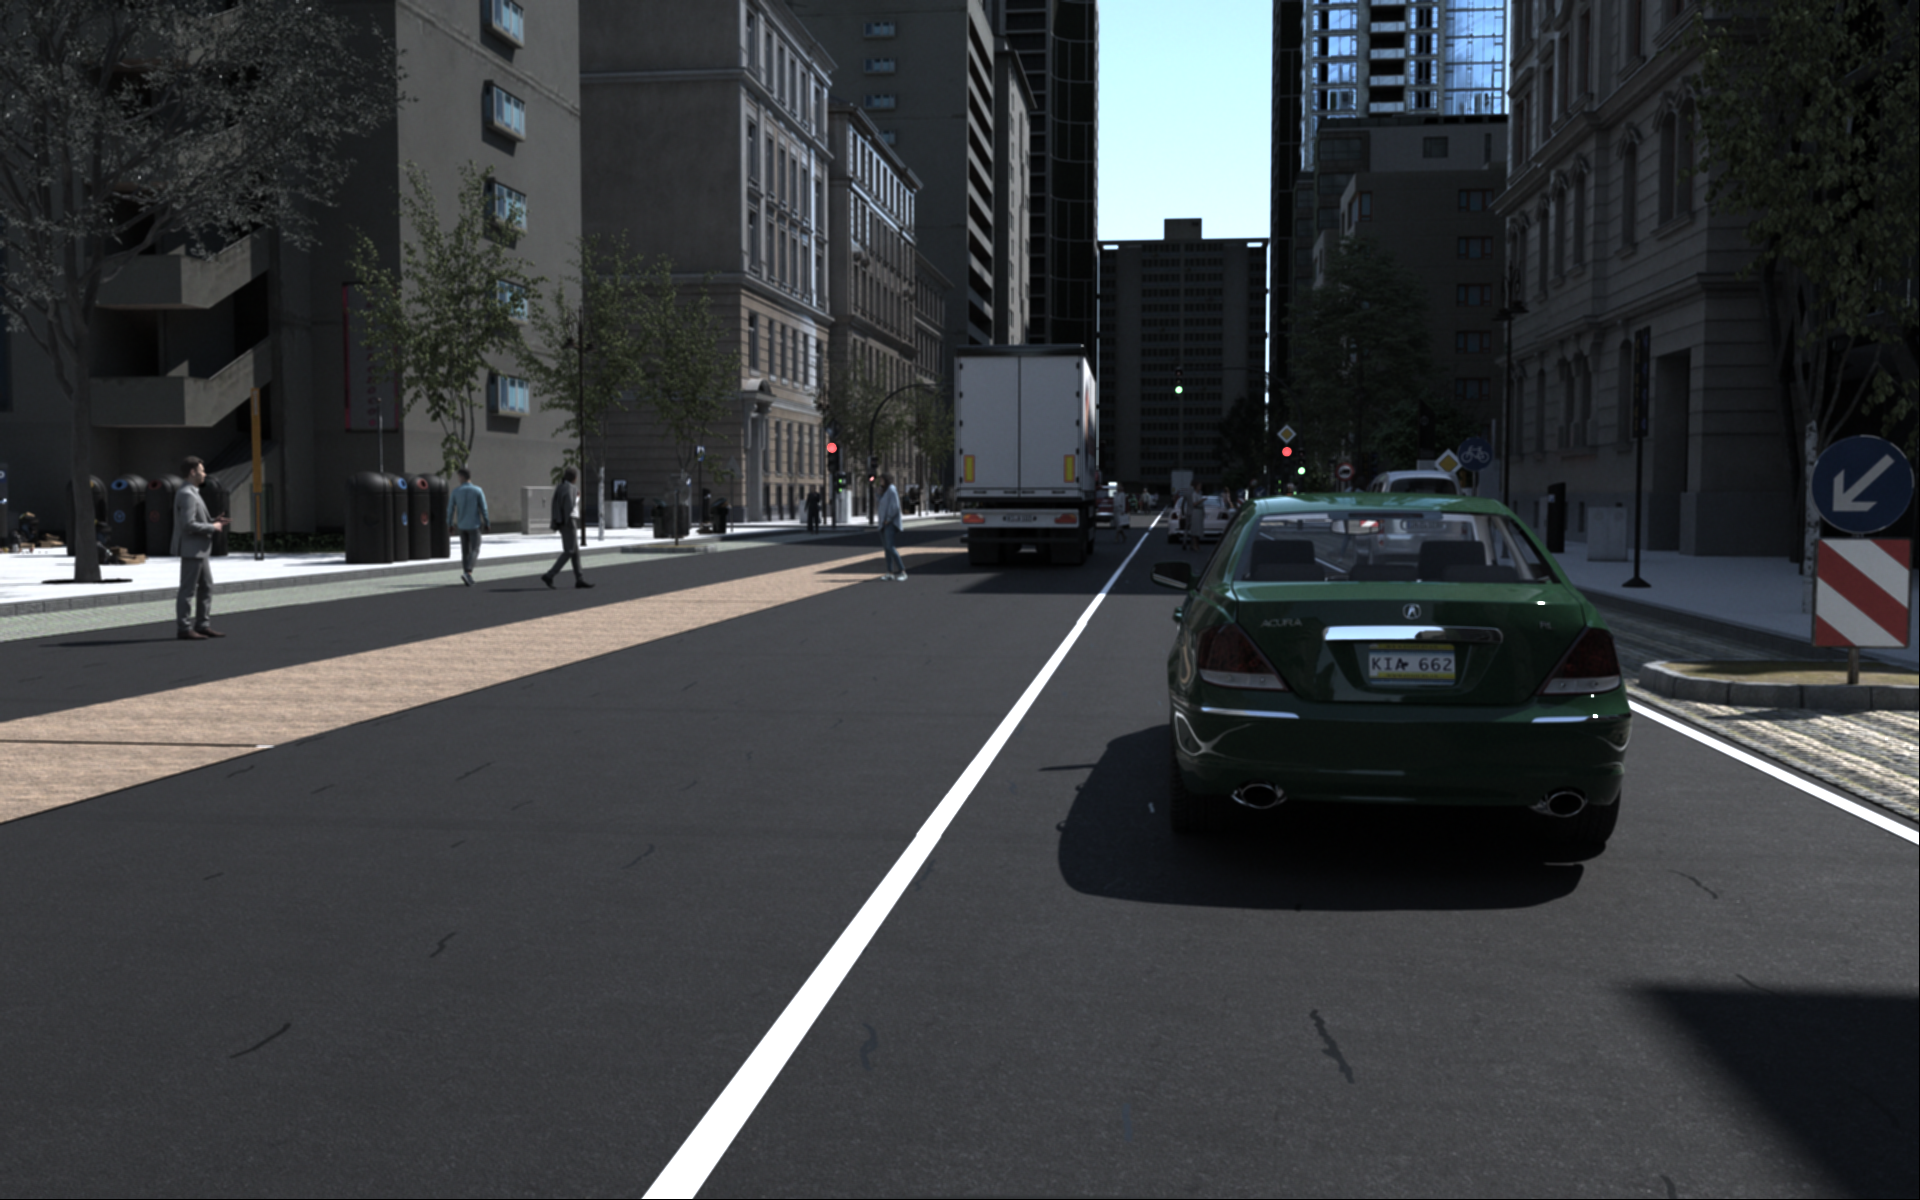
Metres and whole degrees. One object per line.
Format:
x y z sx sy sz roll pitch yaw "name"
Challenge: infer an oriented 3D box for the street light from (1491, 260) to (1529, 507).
10.900 -3.771 34.449 0.468 5.910 1.993 0 4 7 "street light"

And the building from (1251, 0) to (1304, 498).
45.119 -46.807 203.547 20.563 71.187 20.611 0 4 7 "building"

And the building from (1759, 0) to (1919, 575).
21.243 -9.635 24.977 16.820 18.784 16.811 0 4 7 "building"

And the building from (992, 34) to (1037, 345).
-5.777 -37.773 206.820 27.495 52.752 28.713 0 4 7 "building"

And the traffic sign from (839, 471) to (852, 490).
-5.176 -4.659 78.307 0.606 2.300 0.079 1 4 11 "traffic sign"

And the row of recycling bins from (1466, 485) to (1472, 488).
21.674 -4.212 75.977 3.534 1.692 1.069 -1 4 -20 "row of recycling bins"

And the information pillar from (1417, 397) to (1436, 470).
11.320 -3.106 42.131 0.504 3.616 0.183 -1 4 -21 "information pillar"

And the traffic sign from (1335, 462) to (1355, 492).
15.480 -4.258 69.720 0.768 2.556 0.104 1 4 17 "traffic sign"

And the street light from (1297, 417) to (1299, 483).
17.865 -7.240 91.164 0.468 5.910 1.993 0 4 7 "street light"

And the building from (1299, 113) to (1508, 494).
34.573 -22.259 135.642 14.160 30.474 14.107 0 4 7 "building"

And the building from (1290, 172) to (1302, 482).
36.997 -23.561 156.920 14.160 30.474 14.107 0 4 7 "building"

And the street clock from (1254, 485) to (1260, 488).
24.270 -8.371 141.438 0.358 2.002 0.471 -3 4 -38 "street clock"

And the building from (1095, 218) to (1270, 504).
31.551 -33.934 246.704 23.993 40.220 32.217 0 4 7 "building"

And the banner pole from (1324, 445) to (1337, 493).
18.242 -5.844 85.565 0.863 3.779 0.401 3 5 40 "banner pole"

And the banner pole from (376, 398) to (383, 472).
-15.251 -3.400 45.613 0.401 3.779 0.863 -1 4 -13 "banner pole"

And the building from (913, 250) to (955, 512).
-7.493 -18.047 131.220 11.583 22.565 21.152 0 4 7 "building"

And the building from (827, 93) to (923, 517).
-10.214 -19.006 108.018 12.463 27.353 25.104 0 4 7 "building"

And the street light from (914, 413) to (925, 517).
-2.291 -7.692 98.559 0.468 5.910 1.993 0 4 7 "street light"

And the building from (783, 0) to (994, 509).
-8.636 -32.704 158.410 21.300 48.544 21.600 0 4 7 "building"

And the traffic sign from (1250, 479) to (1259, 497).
24.106 -8.669 141.838 0.768 2.556 0.104 0 4 8 "traffic sign"

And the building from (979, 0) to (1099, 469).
8.605 -49.157 241.965 20.611 71.187 20.563 0 4 7 "building"

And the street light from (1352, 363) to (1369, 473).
14.131 -5.410 61.236 0.468 5.910 1.993 0 4 7 "street light"

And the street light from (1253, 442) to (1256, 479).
24.425 -10.456 143.743 0.468 5.910 1.993 0 4 7 "street light"

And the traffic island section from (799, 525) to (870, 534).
-4.686 -2.555 64.056 2.009 0.180 2.903 0 4 7 "traffic island section"

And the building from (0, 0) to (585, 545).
-25.518 -26.256 52.986 21.600 48.544 21.300 0 4 7 "building"

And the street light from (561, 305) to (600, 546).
-9.300 -4.269 42.593 0.468 5.910 1.993 0 4 7 "street light"

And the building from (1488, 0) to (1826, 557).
22.676 -15.759 45.057 14.401 28.519 23.554 0 4 7 "building"

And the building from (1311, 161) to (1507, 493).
36.713 -15.959 105.975 27.650 21.520 28.899 0 4 7 "building"

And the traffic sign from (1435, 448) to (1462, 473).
12.296 -2.598 43.661 0.795 2.450 0.064 1 4 15 "traffic sign"

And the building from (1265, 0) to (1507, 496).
58.105 -56.474 236.027 31.000 86.520 22.319 0 4 7 "building"

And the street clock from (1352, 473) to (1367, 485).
13.686 -3.355 59.424 0.358 2.002 0.471 -3 4 -39 "street clock"

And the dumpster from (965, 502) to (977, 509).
0.537 -7.357 122.779 1.502 2.255 1.985 0 4 7 "dumpster"

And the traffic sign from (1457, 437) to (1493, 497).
11.469 -2.356 38.632 0.768 2.556 0.104 1 4 11 "traffic sign"

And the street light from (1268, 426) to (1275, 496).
21.077 -8.845 117.408 0.468 5.910 1.993 0 4 7 "street light"

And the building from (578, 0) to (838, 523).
-14.477 -18.337 85.708 13.634 28.700 20.117 0 4 7 "building"

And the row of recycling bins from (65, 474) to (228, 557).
-16.936 -1.772 36.085 3.534 1.692 1.069 1 4 8 "row of recycling bins"

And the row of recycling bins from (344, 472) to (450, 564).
-10.826 -1.602 33.298 1.069 1.692 3.534 0 4 6 "row of recycling bins"

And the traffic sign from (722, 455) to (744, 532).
-7.671 -3.559 58.188 0.884 2.594 0.081 1 4 15 "traffic sign"

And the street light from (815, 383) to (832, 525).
-5.653 -6.088 72.334 0.468 5.910 1.993 0 4 7 "street light"

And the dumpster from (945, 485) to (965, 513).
-0.331 -6.764 116.355 1.264 1.857 1.865 0 4 7 "dumpster"

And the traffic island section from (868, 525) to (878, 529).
-3.699 -3.040 71.980 2.009 0.180 2.903 0 4 7 "traffic island section"
